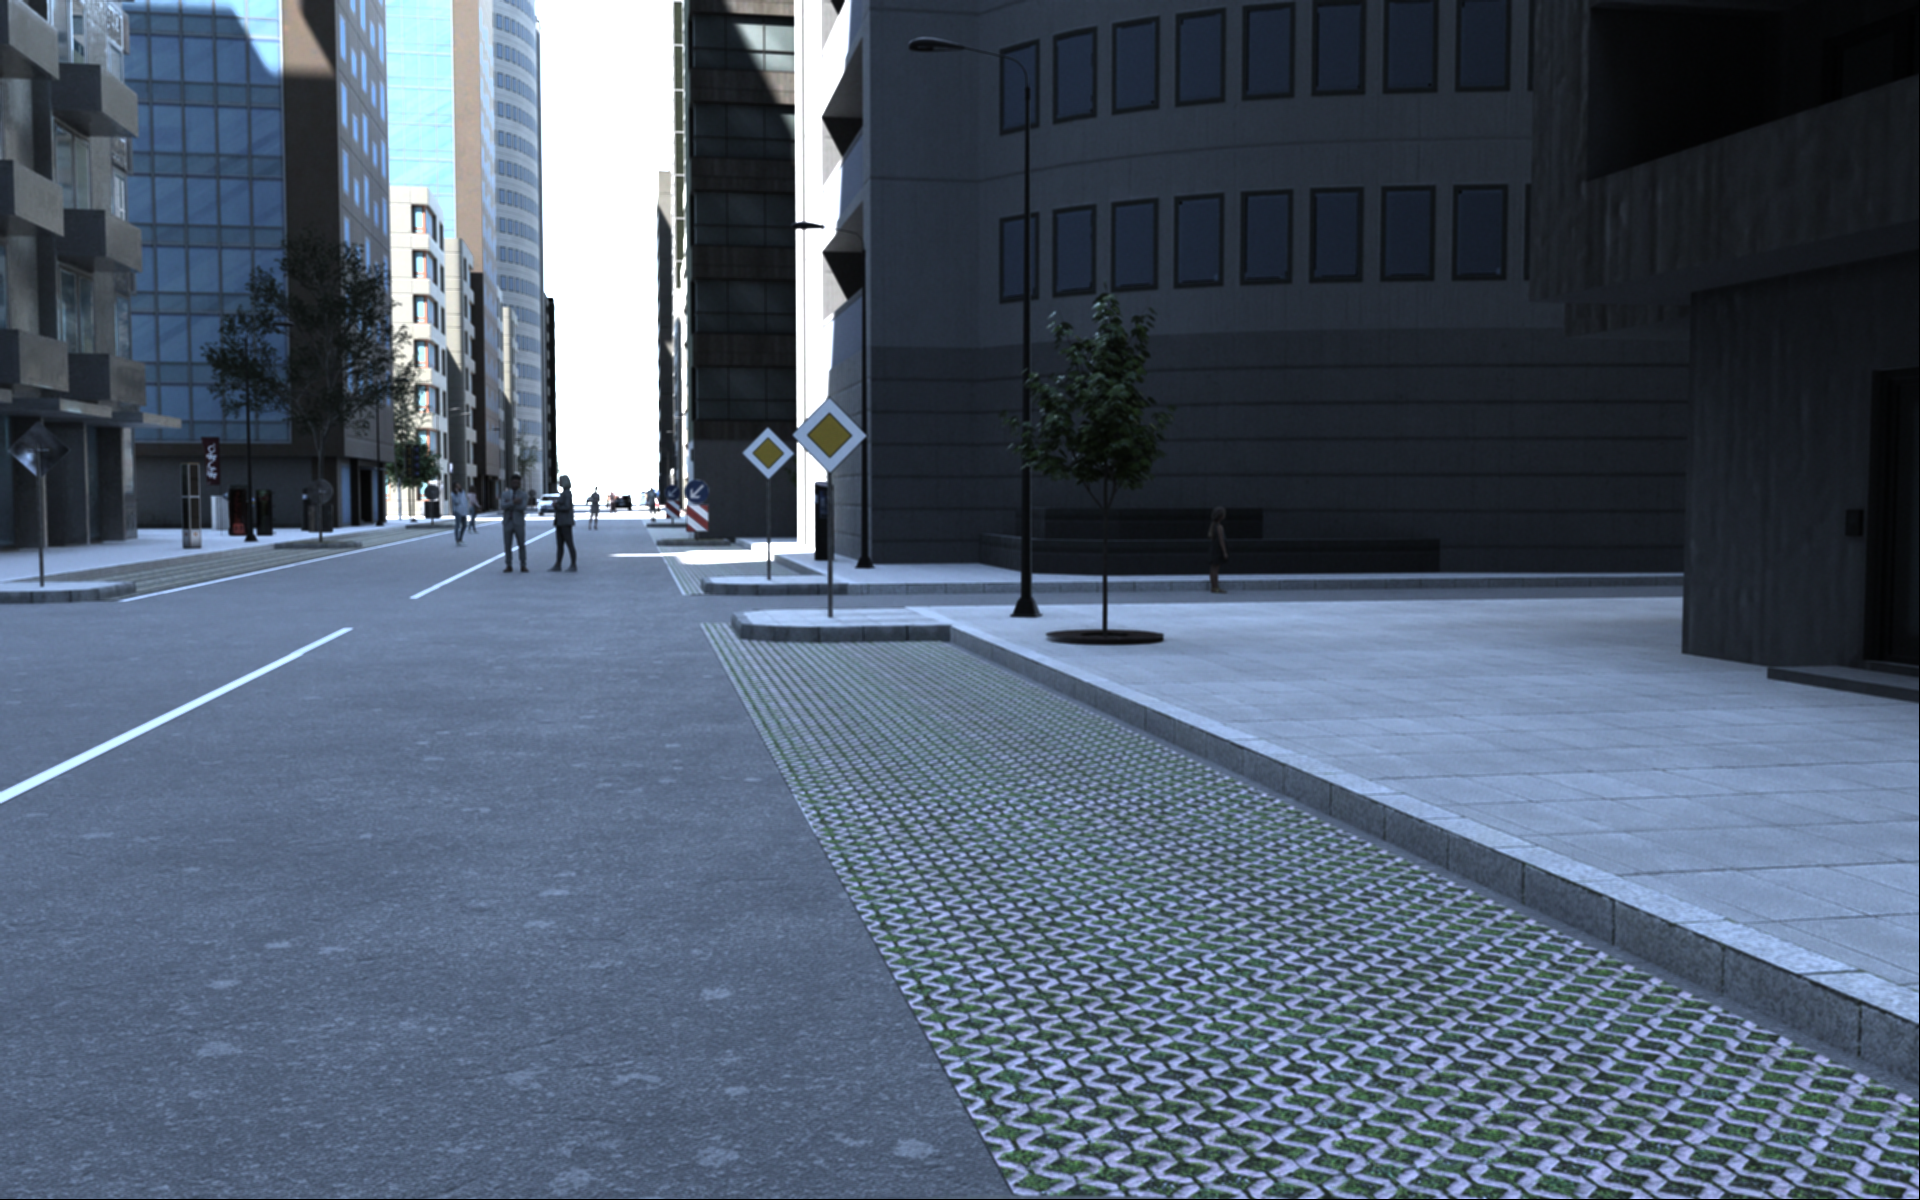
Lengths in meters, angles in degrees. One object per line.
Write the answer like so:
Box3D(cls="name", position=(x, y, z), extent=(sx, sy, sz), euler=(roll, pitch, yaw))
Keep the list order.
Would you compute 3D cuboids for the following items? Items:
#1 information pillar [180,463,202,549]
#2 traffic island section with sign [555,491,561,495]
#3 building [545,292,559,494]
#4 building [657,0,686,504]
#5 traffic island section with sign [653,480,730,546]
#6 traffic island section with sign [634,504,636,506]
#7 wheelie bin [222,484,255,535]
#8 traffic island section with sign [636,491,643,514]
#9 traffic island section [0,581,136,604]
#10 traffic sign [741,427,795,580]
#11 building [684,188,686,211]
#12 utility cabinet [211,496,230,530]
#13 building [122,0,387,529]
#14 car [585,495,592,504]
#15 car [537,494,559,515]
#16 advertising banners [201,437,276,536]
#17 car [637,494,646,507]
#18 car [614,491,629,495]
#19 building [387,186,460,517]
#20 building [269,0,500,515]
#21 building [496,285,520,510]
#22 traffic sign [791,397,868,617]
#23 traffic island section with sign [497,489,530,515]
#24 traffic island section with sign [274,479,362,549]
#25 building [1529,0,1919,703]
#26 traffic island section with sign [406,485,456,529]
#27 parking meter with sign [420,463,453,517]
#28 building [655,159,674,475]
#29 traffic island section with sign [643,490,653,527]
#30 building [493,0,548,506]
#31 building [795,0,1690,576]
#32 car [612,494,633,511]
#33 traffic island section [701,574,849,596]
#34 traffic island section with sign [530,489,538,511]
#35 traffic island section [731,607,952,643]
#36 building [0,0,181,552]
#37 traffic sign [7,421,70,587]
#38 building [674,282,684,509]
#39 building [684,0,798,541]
Box3D(cls="information pillar", position=(-18.138, -2.224, 40.852), extent=(0.304, 2.012, 0.304), euler=(2, 4, 32))
Box3D(cls="traffic island section with sign", position=(-47.130, -11.910, 203.352), extent=(1.989, 1.847, 2.006), euler=(-1, 4, -11))
Box3D(cls="building", position=(-64.000, -28.821, 242.923), extent=(14.160, 30.474, 14.107), euler=(-1, 4, -11))
Box3D(cls="building", position=(-29.181, -48.151, 225.514), extent=(20.563, 71.187, 20.611), euler=(-1, 4, -11))
Box3D(cls="traffic island section with sign", position=(-7.464, -2.425, 48.281), extent=(1.989, 1.847, 2.006), euler=(-1, 4, -11))
Box3D(cls="traffic island section with sign", position=(-27.060, -8.683, 150.588), extent=(1.989, 1.847, 2.006), euler=(-1, 4, -11))
Box3D(cls="wheelie bin", position=(-22.557, -2.832, 54.212), extent=(0.980, 1.594, 0.693), euler=(-1, 4, -13))
Box3D(cls="traffic island section with sign", position=(-21.995, -7.062, 124.097), extent=(1.989, 1.847, 2.006), euler=(-1, 4, -11))
Box3D(cls="traffic island section", position=(-12.746, -0.106, 24.011), extent=(2.009, 0.180, 2.903), euler=(-1, 4, -11))
Box3D(cls="traffic sign", position=(-2.855, -1.356, 25.817), extent=(0.795, 2.450, 0.064), euler=(-1, 4, -11))
Box3D(cls="building", position=(0.407, -14.885, 88.409), extent=(27.650, 21.520, 28.899), euler=(-1, 4, -11))
Box3D(cls="utility cabinet", position=(-26.163, -3.093, 61.735), extent=(0.306, 1.237, 1.020), euler=(2, 4, 27))
Box3D(cls="building", position=(-31.128, -25.634, 69.226), extent=(14.600, 45.320, 14.200), euler=(-1, 4, -11))
Box3D(cls="car", position=(-51.939, -14.181, 244.432), extent=(1.945, 1.354, 3.894), euler=(-1, 4, -9))
Box3D(cls="car", position=(-27.987, -6.534, 118.828), extent=(2.014, 1.417, 4.499), euler=(-1, 4, -11))
Box3D(cls="advertising banners", position=(-22.220, -3.496, 53.340), extent=(2.074, 3.025, 0.090), euler=(-1, 4, -15))
Box3D(cls="car", position=(-34.259, -10.832, 189.105), extent=(2.014, 1.417, 4.499), euler=(-1, 4, -12))
Box3D(cls="car", position=(-40.991, -12.226, 208.575), extent=(2.281, 1.827, 5.304), euler=(-1, 4, -12))
Box3D(cls="building", position=(-46.155, -16.162, 109.295), extent=(27.650, 21.520, 28.899), euler=(-1, 4, -11))
Box3D(cls="building", position=(-42.907, -29.454, 131.680), extent=(14.600, 45.320, 14.200), euler=(-1, 4, -11))
Box3D(cls="building", position=(-53.929, -18.787, 152.201), extent=(27.650, 21.520, 28.899), euler=(-1, 4, -11))
Box3D(cls="traffic sign", position=(-1.353, -0.877, 17.974), extent=(0.795, 2.450, 0.064), euler=(-1, 4, -11))
Box3D(cls="traffic island section with sign", position=(-31.547, -6.938, 122.070), extent=(1.989, 1.847, 2.006), euler=(-1, 4, -11))
Box3D(cls="traffic island section with sign", position=(-16.964, -2.278, 45.880), extent=(1.989, 1.847, 2.006), euler=(-1, 4, -11))
Box3D(cls="building", position=(11.583, -14.643, 11.113), extent=(14.160, 30.474, 14.107), euler=(-1, 4, -11))
Box3D(cls="traffic island section with sign", position=(-22.023, -3.898, 72.358), extent=(1.989, 1.847, 2.006), euler=(-1, 4, -11))
Box3D(cls="parking meter with sign", position=(-29.403, -6.175, 97.218), extent=(1.738, 3.016, 0.543), euler=(0, 4, 3))
Box3D(cls="building", position=(-32.336, -38.151, 247.477), extent=(21.300, 48.544, 21.600), euler=(-1, 4, -11))
Box3D(cls="traffic island section with sign", position=(-12.531, -4.045, 74.758), extent=(1.989, 1.847, 2.006), euler=(-1, 4, -11))
Box3D(cls="building", position=(-57.122, -39.656, 190.374), extent=(21.231, 58.520, 28.212), euler=(-1, 4, -11))
Box3D(cls="building", position=(11.289, -30.271, 36.937), extent=(28.212, 58.520, 21.231), euler=(-1, 4, -11))
Box3D(cls="car", position=(-29.805, -8.727, 152.479), extent=(2.009, 1.686, 4.222), euler=(-1, 4, -12))
Box3D(cls="traffic island section", position=(-2.834, -0.221, 25.899), extent=(2.009, 0.180, 2.903), euler=(-1, 4, -11))
Box3D(cls="traffic island section with sign", position=(-36.667, -8.571, 148.764), extent=(1.989, 1.847, 2.006), euler=(-1, 4, -11))
Box3D(cls="traffic island section", position=(-1.331, 0.258, 18.056), extent=(2.009, 0.180, 2.903), euler=(-1, 4, -11))
Box3D(cls="building", position=(-30.776, -25.359, 34.236), extent=(23.786, 49.044, 30.456), euler=(-1, 4, -11))
Box3D(cls="traffic sign", position=(-12.725, -1.242, 23.954), extent=(0.795, 2.450, 0.064), euler=(-1, 4, -11))
Box3D(cls="building", position=(-9.092, -18.203, 142.666), extent=(27.650, 21.520, 28.899), euler=(-1, 4, -11))
Box3D(cls="building", position=(-2.147, -17.490, 57.666), extent=(14.160, 30.474, 14.107), euler=(-1, 4, -11))
